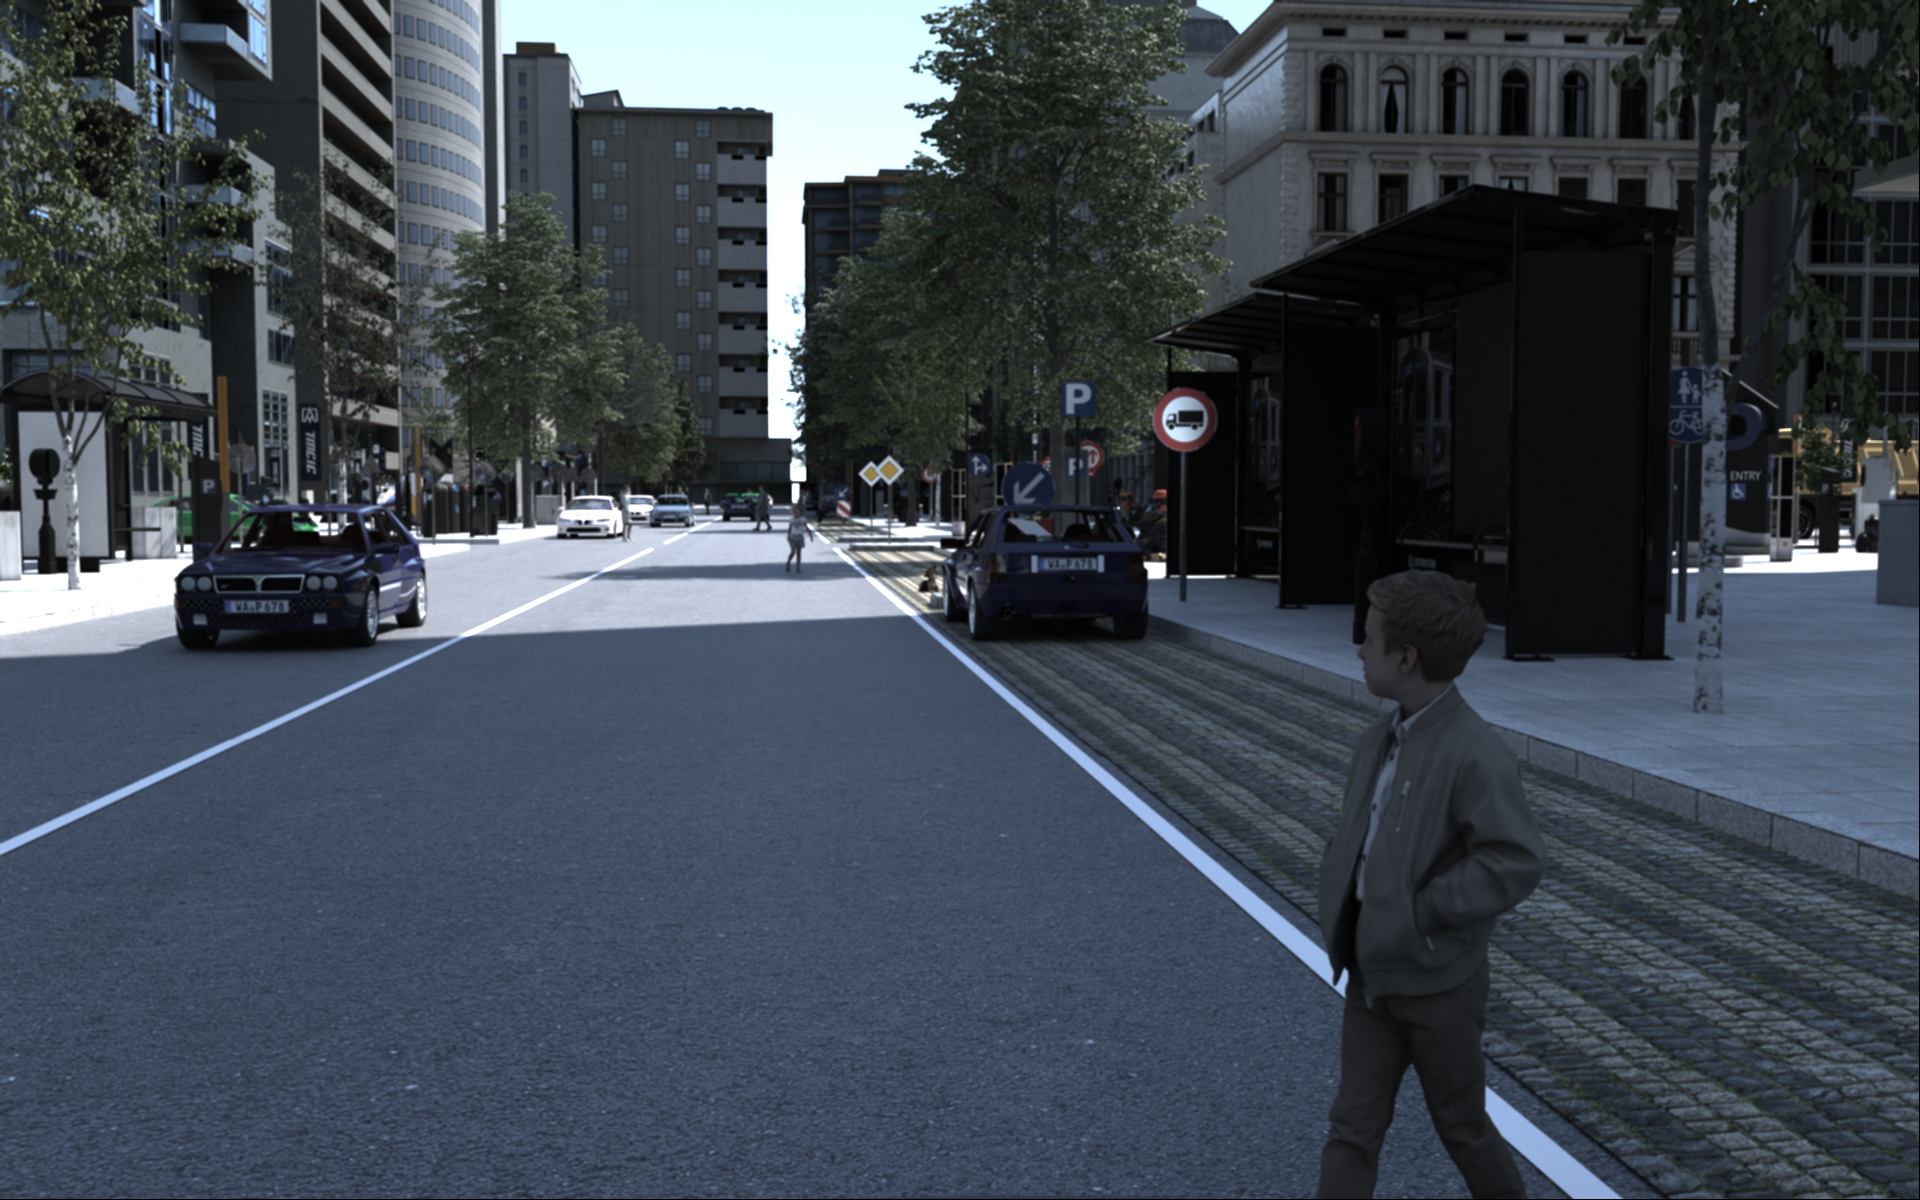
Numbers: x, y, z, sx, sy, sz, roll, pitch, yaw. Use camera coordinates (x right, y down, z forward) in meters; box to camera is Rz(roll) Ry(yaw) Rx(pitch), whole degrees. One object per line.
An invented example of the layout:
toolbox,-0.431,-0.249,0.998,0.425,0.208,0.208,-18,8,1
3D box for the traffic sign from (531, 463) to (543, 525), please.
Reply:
traffic sign,-17.734,-4.401,72.063,0.768,2.556,0.104,0,4,-6

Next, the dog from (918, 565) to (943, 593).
dog,-0.372,-0.313,25.318,0.550,0.427,0.748,2,4,25

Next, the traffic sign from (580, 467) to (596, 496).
traffic sign,-17.739,-5.050,82.673,0.768,2.556,0.104,0,4,-4

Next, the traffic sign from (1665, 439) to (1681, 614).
traffic sign,7.605,-1.128,18.548,0.768,2.556,0.104,0,4,-5

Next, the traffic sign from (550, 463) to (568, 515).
traffic sign,-16.414,-4.332,70.935,0.768,2.556,0.104,0,4,3

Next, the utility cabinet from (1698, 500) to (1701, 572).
utility cabinet,12.153,-1.033,28.059,0.306,1.237,1.020,2,4,26

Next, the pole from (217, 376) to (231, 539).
pole,-12.793,-2.219,30.117,0.158,3.312,0.155,0,3,0

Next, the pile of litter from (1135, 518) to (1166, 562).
pile of litter,3.966,-1.161,32.952,1.719,0.858,1.176,1,4,18

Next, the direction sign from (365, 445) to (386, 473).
direction sign,-26.870,-5.364,79.704,0.876,3.537,0.379,-1,4,-20

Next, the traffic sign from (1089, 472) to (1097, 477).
traffic sign,3.847,-3.325,54.373,0.884,2.594,0.081,0,4,-5

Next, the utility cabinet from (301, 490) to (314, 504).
utility cabinet,-37.802,-5.606,100.336,0.318,1.500,1.173,0,4,-2

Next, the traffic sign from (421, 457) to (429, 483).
traffic sign,-18.091,-3.595,58.892,0.768,2.556,0.104,0,4,-1

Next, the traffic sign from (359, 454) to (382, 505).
traffic sign,-18.949,-3.408,55.722,0.884,2.594,0.081,0,3,0

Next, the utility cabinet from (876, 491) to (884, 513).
utility cabinet,-5.793,-6.698,118.193,1.173,1.500,0.318,0,4,1

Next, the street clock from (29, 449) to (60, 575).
street clock,-14.591,-1.412,27.652,0.358,2.002,0.471,0,4,5

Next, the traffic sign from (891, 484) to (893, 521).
traffic sign,-3.198,-4.996,81.783,0.768,2.556,0.104,0,4,1

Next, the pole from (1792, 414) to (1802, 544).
pole,21.365,-3.085,44.278,0.158,3.312,0.155,0,3,0

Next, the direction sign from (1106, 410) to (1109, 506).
direction sign,3.786,-3.206,44.423,0.379,3.537,0.876,0,4,8

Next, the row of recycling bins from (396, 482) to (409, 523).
row of recycling bins,-20.328,-3.365,62.130,1.069,1.692,3.534,-2,4,-26

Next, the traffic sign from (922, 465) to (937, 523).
traffic sign,-1.306,-4.668,76.425,0.768,2.556,0.104,0,4,-1

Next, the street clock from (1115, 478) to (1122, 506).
street clock,7.178,-4.515,78.389,0.358,2.002,0.471,-1,4,-8

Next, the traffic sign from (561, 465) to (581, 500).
traffic sign,-17.258,-4.704,76.908,0.884,2.594,0.081,0,4,0

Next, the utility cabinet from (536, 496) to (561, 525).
utility cabinet,-16.948,-3.680,71.335,1.020,1.237,0.306,-1,4,-14

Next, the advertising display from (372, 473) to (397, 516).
advertising display,-17.494,-2.902,52.665,0.123,1.923,0.974,1,4,20

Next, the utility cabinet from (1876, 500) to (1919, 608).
utility cabinet,10.916,-0.521,19.677,0.306,1.237,1.020,-1,4,-13

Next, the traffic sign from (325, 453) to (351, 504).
traffic sign,-18.660,-3.173,51.988,0.768,2.556,0.104,0,4,0

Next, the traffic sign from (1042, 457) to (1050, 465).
traffic sign,3.092,-3.604,59.029,0.768,2.556,0.104,0,4,3

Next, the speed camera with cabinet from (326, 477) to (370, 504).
speed camera with cabinet,-30.613,-5.647,86.657,2.038,3.252,0.660,-2,4,-30

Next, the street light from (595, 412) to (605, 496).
street light,-18.533,-7.132,89.398,0.468,5.910,1.993,0,4,-6

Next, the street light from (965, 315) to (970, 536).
street light,0.180,-4.343,43.799,0.468,5.910,1.993,0,4,-6

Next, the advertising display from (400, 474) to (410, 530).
advertising display,-17.833,-3.086,55.673,0.123,1.923,0.974,-2,4,-26

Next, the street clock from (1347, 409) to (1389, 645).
street clock,3.474,-0.624,14.765,0.358,2.002,0.471,0,4,2

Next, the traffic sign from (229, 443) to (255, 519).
traffic sign,-18.052,-2.650,43.436,0.768,2.556,0.104,0,4,-1

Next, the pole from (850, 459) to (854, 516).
pole,-6.345,-6.615,101.994,0.158,3.312,0.155,0,3,0

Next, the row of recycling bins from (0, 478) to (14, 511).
row of recycling bins,-22.175,-2.052,40.661,3.534,1.692,1.069,0,4,-5

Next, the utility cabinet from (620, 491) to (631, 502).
utility cabinet,-20.959,-6.104,108.485,0.318,1.500,1.173,0,4,6

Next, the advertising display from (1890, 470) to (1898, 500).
advertising display,24.772,-2.514,46.325,0.974,1.923,0.123,-3,4,-36

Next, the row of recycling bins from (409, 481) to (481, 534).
row of recycling bins,-16.623,-3.043,56.860,1.069,1.692,3.534,1,4,11

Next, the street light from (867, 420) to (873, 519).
street light,-4.490,-7.013,87.444,0.468,5.910,1.993,0,4,-6

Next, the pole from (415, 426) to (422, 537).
pole,-16.236,-3.552,51.919,0.158,3.312,0.155,0,3,0

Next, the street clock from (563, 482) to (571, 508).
street clock,-17.743,-4.509,78.298,0.358,2.002,0.471,-2,4,-33

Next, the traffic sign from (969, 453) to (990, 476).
traffic sign,0.564,-3.315,54.309,0.768,2.556,0.104,0,4,3

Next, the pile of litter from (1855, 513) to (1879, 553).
pile of litter,20.358,-1.471,38.021,1.719,0.858,1.176,-2,4,-29

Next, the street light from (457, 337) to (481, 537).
street light,-14.447,-4.790,51.101,0.468,5.910,1.993,0,4,-6

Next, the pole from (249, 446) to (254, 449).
pole,-30.300,-4.912,74.152,0.158,3.312,0.155,0,3,0

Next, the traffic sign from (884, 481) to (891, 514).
traffic sign,-4.342,-6.576,107.628,0.768,2.556,0.104,0,4,3

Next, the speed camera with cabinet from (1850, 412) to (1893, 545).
speed camera with cabinet,22.436,-2.956,42.660,0.660,3.252,2.038,1,4,19

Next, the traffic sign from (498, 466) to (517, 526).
traffic sign,-18.354,-4.223,70.235,0.795,2.450,0.064,0,4,-5

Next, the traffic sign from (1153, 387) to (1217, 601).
traffic sign,2.678,-1.260,20.699,0.768,2.556,0.104,0,4,2

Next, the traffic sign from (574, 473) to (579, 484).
traffic sign,-19.894,-5.550,90.749,0.884,2.594,0.081,0,4,3

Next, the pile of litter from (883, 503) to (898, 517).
pile of litter,-3.626,-4.933,94.620,1.176,0.858,1.719,0,4,-2
